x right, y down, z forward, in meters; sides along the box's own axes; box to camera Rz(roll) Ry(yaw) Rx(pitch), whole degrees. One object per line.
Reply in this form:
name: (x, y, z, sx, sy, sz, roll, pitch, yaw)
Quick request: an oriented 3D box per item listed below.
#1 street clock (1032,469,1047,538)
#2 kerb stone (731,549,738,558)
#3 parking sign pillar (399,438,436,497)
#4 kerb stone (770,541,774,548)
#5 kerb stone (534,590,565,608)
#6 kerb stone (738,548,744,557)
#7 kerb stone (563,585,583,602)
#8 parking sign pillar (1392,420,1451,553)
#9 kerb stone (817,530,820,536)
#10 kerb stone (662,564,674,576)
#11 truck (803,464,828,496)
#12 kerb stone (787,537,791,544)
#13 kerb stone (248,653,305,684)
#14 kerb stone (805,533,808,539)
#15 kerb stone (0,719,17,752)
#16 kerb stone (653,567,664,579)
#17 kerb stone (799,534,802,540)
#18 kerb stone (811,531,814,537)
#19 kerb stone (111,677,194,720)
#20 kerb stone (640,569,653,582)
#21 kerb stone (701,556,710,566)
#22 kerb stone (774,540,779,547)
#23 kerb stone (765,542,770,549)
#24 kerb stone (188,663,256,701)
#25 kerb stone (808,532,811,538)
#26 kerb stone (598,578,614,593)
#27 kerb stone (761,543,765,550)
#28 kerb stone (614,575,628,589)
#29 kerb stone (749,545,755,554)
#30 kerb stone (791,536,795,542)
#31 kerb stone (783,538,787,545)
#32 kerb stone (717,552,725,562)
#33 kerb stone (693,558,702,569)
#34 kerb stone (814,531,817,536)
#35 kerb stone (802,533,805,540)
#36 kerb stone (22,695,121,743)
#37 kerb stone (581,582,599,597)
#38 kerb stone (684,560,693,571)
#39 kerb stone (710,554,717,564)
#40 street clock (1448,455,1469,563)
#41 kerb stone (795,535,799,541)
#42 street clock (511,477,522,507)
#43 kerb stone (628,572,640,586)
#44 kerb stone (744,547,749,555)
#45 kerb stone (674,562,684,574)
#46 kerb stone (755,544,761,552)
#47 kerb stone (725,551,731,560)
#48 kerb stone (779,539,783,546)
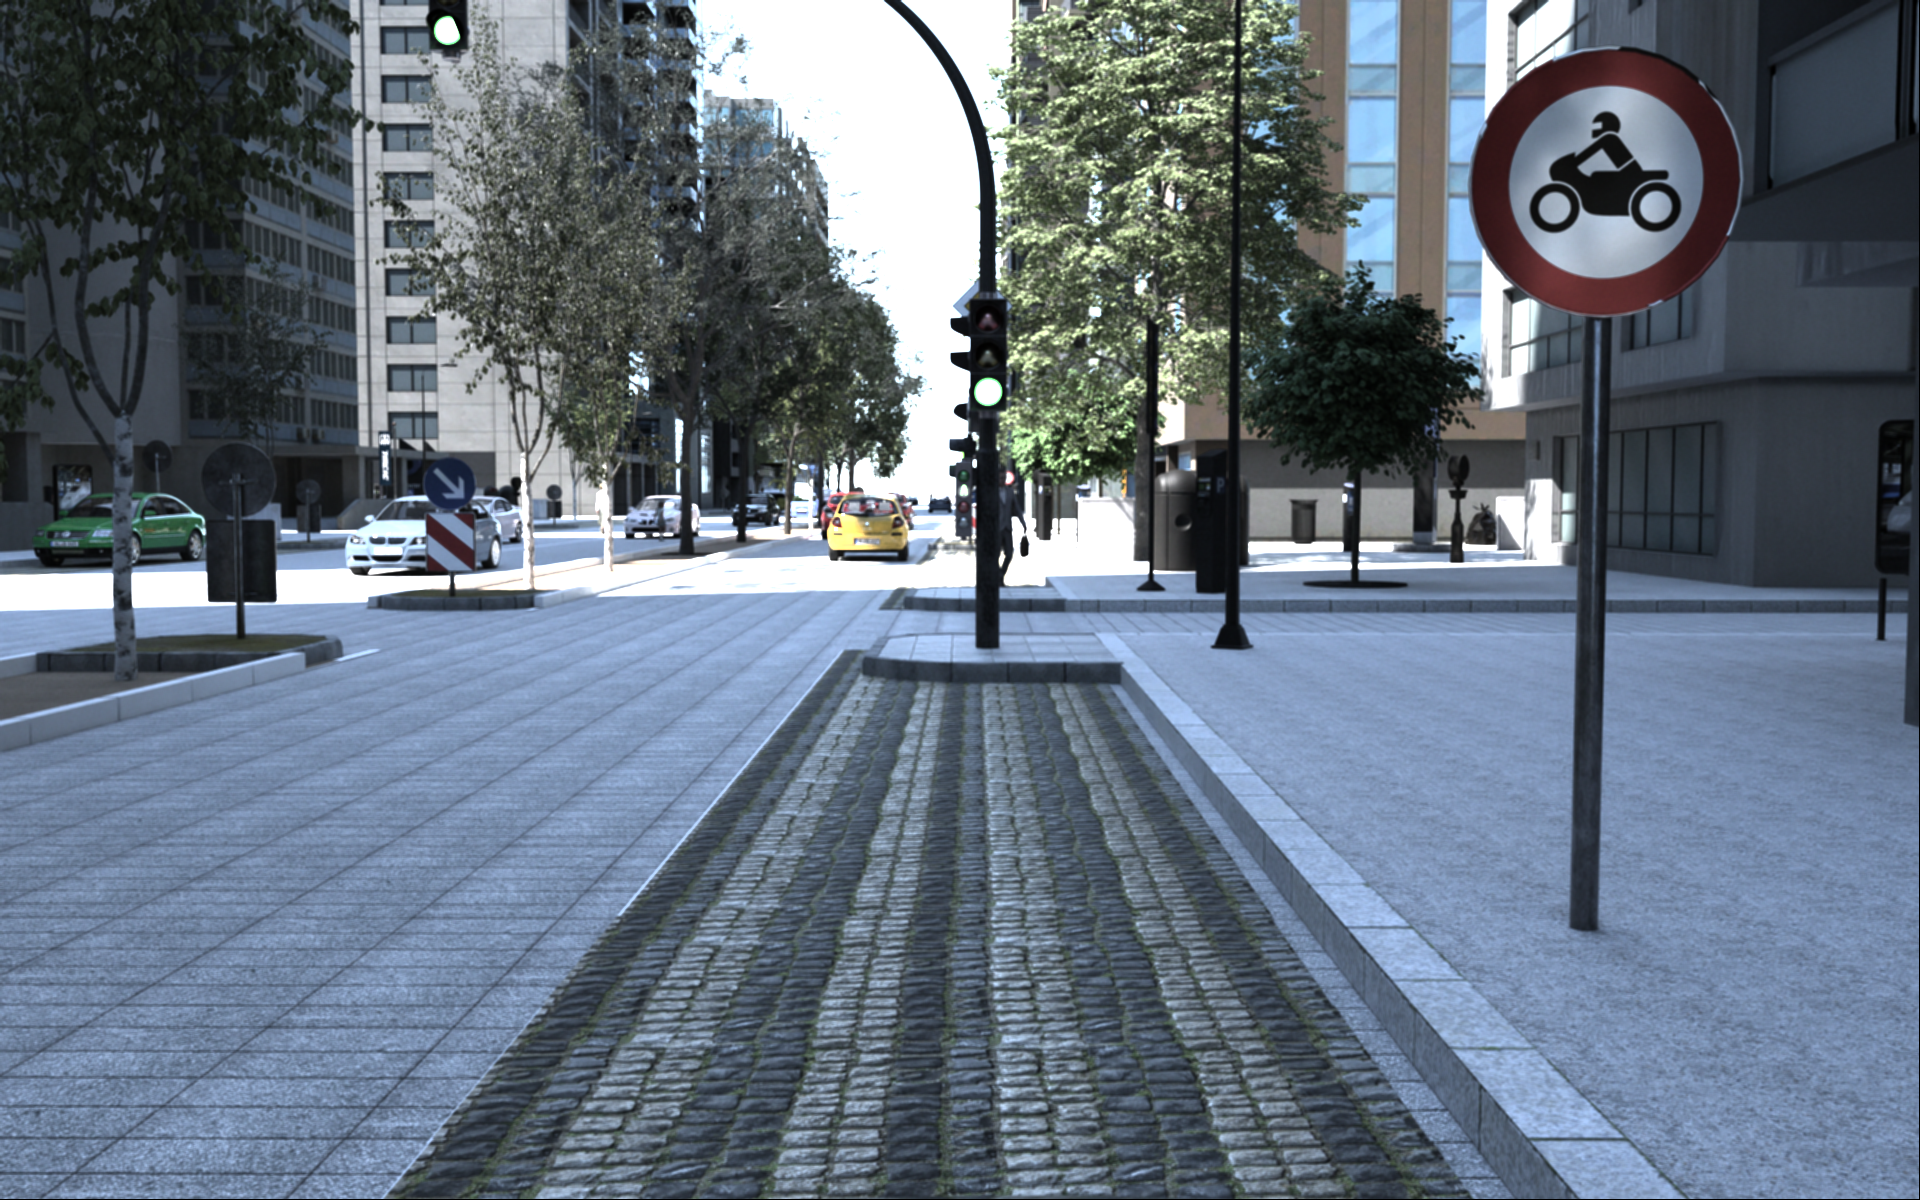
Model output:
street clock: (2.325, -2.801, 50.370, 0.358, 2.002, 0.471, 3, 5, 40)
kerb stone: (-5.143, -1.006, 38.647, 0.120, 0.150, 1.000, 0, 4, 0)
parking sign pillar: (-26.294, -5.787, 83.094, 1.447, 3.967, 1.447, 0, 4, 7)
kerb stone: (-5.094, -1.445, 45.824, 0.120, 0.150, 1.000, 0, 4, 0)
kerb stone: (-5.289, -0.003, 22.255, 0.120, 0.150, 1.000, 0, 4, 0)
kerb stone: (-5.138, -1.068, 39.671, 0.120, 0.150, 1.000, 0, 4, 0)
kerb stone: (-5.280, -0.066, 23.277, 0.120, 0.150, 1.000, 0, 4, 0)
parking sign pillar: (10.328, -3.051, 38.351, 1.447, 3.967, 1.447, 1, 4, 20)
kerb stone: (-4.976, -2.261, 59.158, 0.120, 0.150, 1.000, 0, 4, 0)
kerb stone: (-5.213, -0.504, 30.437, 0.120, 0.150, 1.000, 0, 4, 0)
truck: (-12.869, -10.320, 158.484, 2.967, 4.110, 18.799, 0, 4, 0)
kerb stone: (-5.054, -1.696, 49.930, 0.120, 0.150, 1.000, 0, 4, 0)
kerb stone: (-5.361, 0.531, 13.514, 0.120, 0.150, 1.000, 0, 4, 0)
kerb stone: (-5.011, -2.010, 55.056, 0.120, 0.150, 1.000, 0, 4, 0)
kerb stone: (-5.392, 0.786, 9.417, 0.120, 0.150, 1.000, 0, 4, 0)
kerb stone: (-5.224, -0.438, 29.416, 0.120, 0.150, 1.000, 0, 4, 0)
kerb stone: (-5.030, -1.882, 53.005, 0.120, 0.150, 1.000, 0, 4, 0)
kerb stone: (-4.996, -2.135, 57.107, 0.120, 0.150, 1.000, 0, 4, 0)
kerb stone: (-5.370, 0.656, 11.463, 0.120, 0.150, 1.000, 0, 4, 0)
kerb stone: (-5.236, -0.379, 28.394, 0.120, 0.150, 1.000, 0, 4, 0)
kerb stone: (-5.177, -0.754, 34.540, 0.120, 0.150, 1.000, 0, 4, 0)
kerb stone: (-5.076, -1.508, 46.850, 0.120, 0.150, 1.000, 0, 4, 0)
kerb stone: (-5.098, -1.382, 44.794, 0.120, 0.150, 1.000, 0, 4, 0)
kerb stone: (-5.367, 0.594, 12.488, 0.120, 0.150, 1.000, 0, 4, 0)
kerb stone: (-5.004, -2.073, 56.081, 0.120, 0.150, 1.000, 0, 4, 0)
kerb stone: (-5.258, -0.192, 25.328, 0.120, 0.150, 1.000, 0, 4, 0)
kerb stone: (-5.105, -1.320, 43.772, 0.120, 0.150, 1.000, 0, 4, 0)
kerb stone: (-5.253, -0.254, 26.350, 0.120, 0.150, 1.000, 0, 4, 0)
kerb stone: (-5.122, -1.188, 41.723, 0.120, 0.150, 1.000, 0, 4, 0)
kerb stone: (-5.049, -1.756, 50.954, 0.120, 0.150, 1.000, 0, 4, 0)
kerb stone: (-5.059, -1.628, 48.909, 0.120, 0.150, 1.000, 0, 4, 0)
kerb stone: (-5.160, -0.877, 36.590, 0.120, 0.150, 1.000, 0, 4, 0)
kerb stone: (-5.188, -0.687, 33.510, 0.120, 0.150, 1.000, 0, 4, 0)
kerb stone: (-4.985, -2.198, 58.136, 0.120, 0.150, 1.000, 0, 4, 0)
kerb stone: (-5.009, -1.942, 54.034, 0.120, 0.150, 1.000, 0, 4, 0)
kerb stone: (-5.384, 0.722, 10.440, 0.120, 0.150, 1.000, 0, 4, 0)
kerb stone: (-5.274, -0.126, 24.300, 0.120, 0.150, 1.000, 0, 4, 0)
kerb stone: (-5.196, -0.629, 32.487, 0.120, 0.150, 1.000, 0, 4, 0)
kerb stone: (-5.172, -0.817, 35.561, 0.120, 0.150, 1.000, 0, 4, 0)
street clock: (9.217, -1.682, 32.066, 0.358, 2.002, 0.471, 3, 4, 39)
kerb stone: (-5.033, -1.822, 51.983, 0.120, 0.150, 1.000, 0, 4, 0)
street clock: (-18.792, -4.212, 73.428, 0.358, 2.002, 0.471, 1, 4, 21)
kerb stone: (-5.247, -0.315, 27.372, 0.120, 0.150, 1.000, 0, 4, 0)
kerb stone: (-5.136, -1.131, 40.701, 0.120, 0.150, 1.000, 0, 4, 0)
kerb stone: (-5.204, -0.567, 31.464, 0.120, 0.150, 1.000, 0, 4, 0)
kerb stone: (-5.108, -1.255, 42.748, 0.120, 0.150, 1.000, 0, 4, 0)
kerb stone: (-5.153, -0.941, 37.617, 0.120, 0.150, 1.000, 0, 4, 0)
kerb stone: (-5.071, -1.571, 47.876, 0.120, 0.150, 1.000, 0, 4, 0)
